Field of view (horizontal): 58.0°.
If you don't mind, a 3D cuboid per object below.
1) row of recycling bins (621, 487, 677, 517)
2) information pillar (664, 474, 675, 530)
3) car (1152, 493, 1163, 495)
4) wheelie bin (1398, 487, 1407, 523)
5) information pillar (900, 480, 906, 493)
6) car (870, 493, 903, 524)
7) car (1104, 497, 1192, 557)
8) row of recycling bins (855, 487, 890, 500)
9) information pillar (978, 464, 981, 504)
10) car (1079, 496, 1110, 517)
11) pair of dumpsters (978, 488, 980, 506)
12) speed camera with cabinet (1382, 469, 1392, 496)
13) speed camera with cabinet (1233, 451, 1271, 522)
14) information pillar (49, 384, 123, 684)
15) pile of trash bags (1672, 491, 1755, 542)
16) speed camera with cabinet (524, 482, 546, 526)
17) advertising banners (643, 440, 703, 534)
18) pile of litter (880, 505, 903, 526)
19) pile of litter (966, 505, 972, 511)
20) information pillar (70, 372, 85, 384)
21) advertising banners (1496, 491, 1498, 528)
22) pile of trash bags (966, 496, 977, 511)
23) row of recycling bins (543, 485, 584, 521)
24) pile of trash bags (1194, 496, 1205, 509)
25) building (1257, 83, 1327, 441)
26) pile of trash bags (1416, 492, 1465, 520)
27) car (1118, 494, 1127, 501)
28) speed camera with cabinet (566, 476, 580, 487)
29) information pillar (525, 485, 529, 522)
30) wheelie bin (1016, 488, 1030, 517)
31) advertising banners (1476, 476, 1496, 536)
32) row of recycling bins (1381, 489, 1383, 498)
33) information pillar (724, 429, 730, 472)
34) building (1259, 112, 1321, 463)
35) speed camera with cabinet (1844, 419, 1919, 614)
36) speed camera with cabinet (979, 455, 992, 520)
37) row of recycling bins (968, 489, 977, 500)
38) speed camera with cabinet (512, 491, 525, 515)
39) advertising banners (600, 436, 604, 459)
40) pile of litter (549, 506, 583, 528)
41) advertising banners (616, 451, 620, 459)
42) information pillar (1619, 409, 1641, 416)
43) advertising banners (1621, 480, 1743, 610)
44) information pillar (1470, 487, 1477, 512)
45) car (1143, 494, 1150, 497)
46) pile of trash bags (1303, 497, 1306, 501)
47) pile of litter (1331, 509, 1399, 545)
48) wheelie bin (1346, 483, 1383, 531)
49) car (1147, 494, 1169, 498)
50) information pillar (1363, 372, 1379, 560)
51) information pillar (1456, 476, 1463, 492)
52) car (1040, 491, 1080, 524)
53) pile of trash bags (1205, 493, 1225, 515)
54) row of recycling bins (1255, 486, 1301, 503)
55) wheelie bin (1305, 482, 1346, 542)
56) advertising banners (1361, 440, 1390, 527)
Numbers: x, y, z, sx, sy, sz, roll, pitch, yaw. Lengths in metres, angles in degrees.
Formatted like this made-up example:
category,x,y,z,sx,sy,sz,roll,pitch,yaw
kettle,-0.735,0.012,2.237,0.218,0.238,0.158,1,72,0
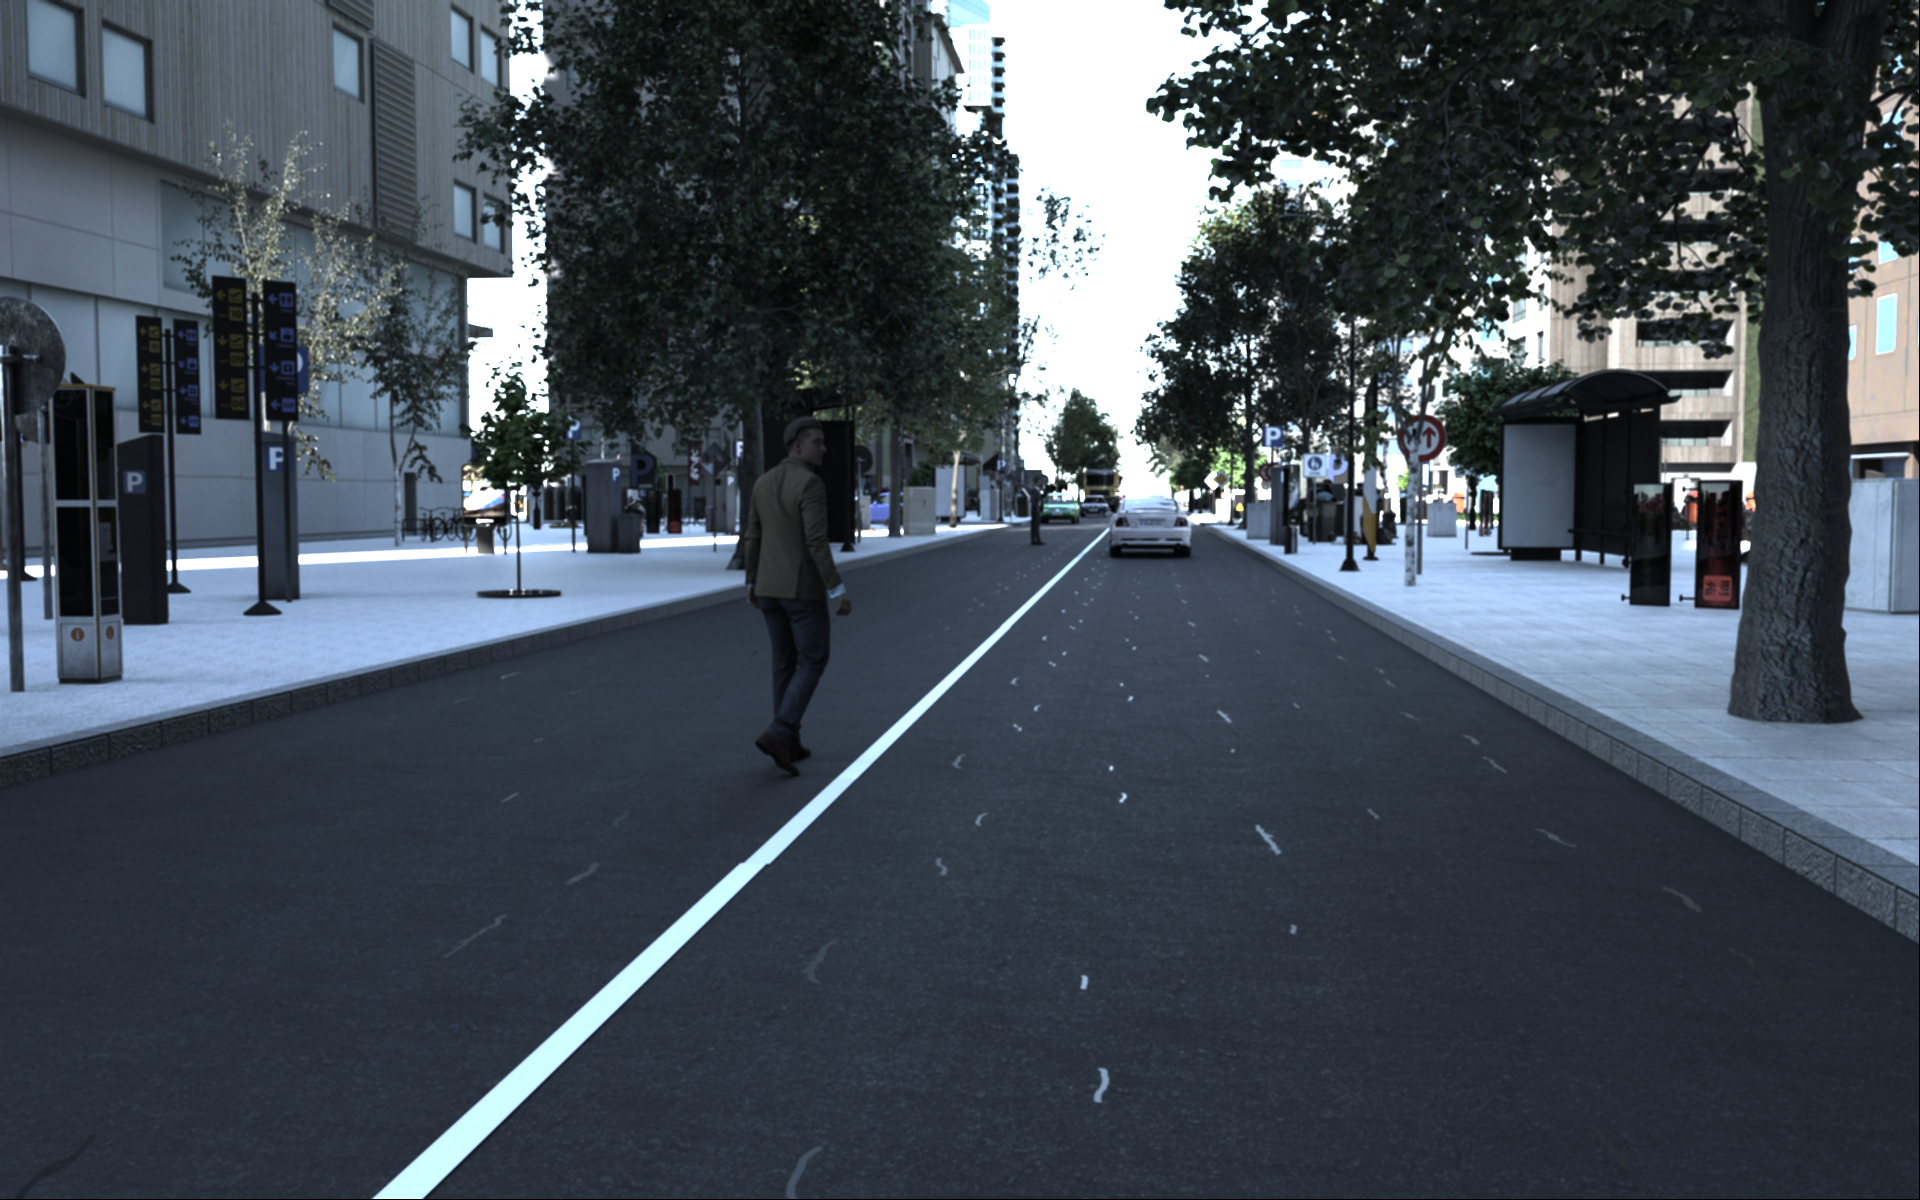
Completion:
category,x,y,z,sx,sy,sz,roll,pitch,yaw
row of recycling bins,-17.090,-5.375,94.990,3.534,1.692,1.069,1,4,10
information pillar,-10.434,-3.531,62.218,0.304,2.012,0.304,-2,4,-27
car,22.245,-11.384,195.165,2.155,1.783,4.494,0,4,6
wheelie bin,19.843,-4.228,77.031,0.693,1.594,0.980,2,4,23
information pillar,-2.973,-5.175,89.102,0.304,2.012,0.304,2,4,23
car,-3.218,-4.147,77.392,3.694,1.707,1.945,0,4,4
car,4.455,-1.745,40.892,2.083,1.381,4.827,0,4,5
row of recycling bins,-4.826,-5.842,102.637,3.534,1.692,1.069,0,4,0
information pillar,1.570,-8.346,127.819,0.504,3.616,0.183,-2,4,-31
car,8.455,-5.899,109.031,1.945,1.354,3.894,0,4,6
pair of dumpsters,2.101,-7.329,122.320,1.574,2.255,4.437,0,4,6
speed camera with cabinet,33.733,-8.877,139.477,2.038,3.252,0.660,2,4,30
speed camera with cabinet,13.647,-5.270,80.503,2.038,3.252,0.660,2,4,30
information pillar,-5.936,-0.445,11.770,0.304,2.012,0.304,0,4,3
pile of trash bags,21.187,-2.296,47.298,1.912,1.369,3.447,-2,4,-25
speed camera with cabinet,-17.194,-4.638,70.164,0.660,3.252,2.038,-1,4,-14
advertising banners,-9.296,-3.670,56.187,2.074,3.025,0.090,1,4,13
pile of litter,-2.662,-3.456,70.471,1.176,0.858,1.719,3,5,43
pile of litter,0.147,-7.103,130.097,1.719,0.858,1.176,1,4,9
information pillar,-16.929,-2.580,33.542,0.183,3.616,0.504,3,4,39
advertising banners,19.651,-4.057,62.518,0.090,3.025,2.074,-2,4,-28
pile of trash bags,1.397,-7.604,134.074,1.912,1.369,3.447,3,5,44
row of recycling bins,-18.726,-4.650,83.147,3.534,1.692,1.069,2,4,35
pile of trash bags,20.573,-8.224,144.208,1.912,1.369,3.447,0,4,-4
building,60.076,-52.569,297.760,20.563,71.187,20.611,0,4,6
pile of trash bags,23.304,-4.508,83.460,1.912,1.369,3.447,-1,4,-15
car,29.069,-18.483,311.228,2.155,1.783,4.494,0,4,5
speed camera with cabinet,-19.000,-5.739,88.175,2.038,3.252,0.660,-1,4,-16
information pillar,-20.106,-5.477,80.911,0.504,3.616,0.183,1,4,21
wheelie bin,3.450,-5.348,95.345,0.693,1.594,0.980,1,4,14
advertising banners,15.938,-3.459,52.743,0.090,3.025,2.074,2,4,30
row of recycling bins,32.994,-7.928,136.733,1.069,1.692,3.534,0,4,5
information pillar,-8.366,-4.331,62.174,0.183,3.616,0.504,-2,4,-25
building,57.962,-44.728,273.298,21.231,58.520,28.212,0,4,6
speed camera with cabinet,9.962,-1.531,19.360,0.660,3.252,2.038,-1,4,-12
speed camera with cabinet,1.298,-5.638,86.510,0.660,3.252,2.038,0,4,-2
row of recycling bins,1.119,-8.186,140.952,1.069,1.692,3.534,0,4,2
speed camera with cabinet,-25.837,-6.702,103.919,2.038,3.252,0.660,0,4,-7
advertising banners,-10.762,-3.371,51.309,0.090,3.025,2.074,0,4,2
pile of litter,-14.898,-3.148,65.429,1.176,0.858,1.719,-2,4,-25
advertising banners,-14.132,-4.546,70.512,0.090,3.025,2.074,-2,4,-27
information pillar,15.124,-2.923,39.143,0.504,3.616,0.183,2,4,24
advertising banners,8.455,-1.415,19.324,2.074,3.025,0.090,3,5,43
information pillar,33.859,-6.706,114.132,0.304,2.012,0.304,-1,4,-14
car,33.523,-18.236,308.384,2.015,1.641,3.980,0,4,8
pile of trash bags,28.928,-8.482,148.436,3.447,1.369,1.912,1,4,21
pile of litter,10.246,-1.835,43.969,1.719,0.858,1.176,0,4,8
wheelie bin,11.169,-2.429,47.617,0.693,1.594,0.980,-3,4,-36
car,12.094,-5.750,106.022,2.014,1.417,4.499,0,4,5
information pillar,7.969,-2.586,33.629,0.183,3.616,0.504,-1,4,-9
information pillar,27.675,-6.397,95.939,0.504,3.616,0.183,-3,5,-42
car,4.923,-4.673,85.198,1.959,1.807,4.718,0,4,7
pile of trash bags,16.123,-5.824,104.969,1.912,1.369,3.447,0,4,2
row of recycling bins,16.867,-5.253,93.004,3.534,1.692,1.069,-2,4,-31
wheelie bin,9.697,-2.359,46.476,0.693,1.594,0.980,-2,4,-25
advertising banners,13.446,-3.648,55.838,0.090,3.025,2.074,2,4,35
